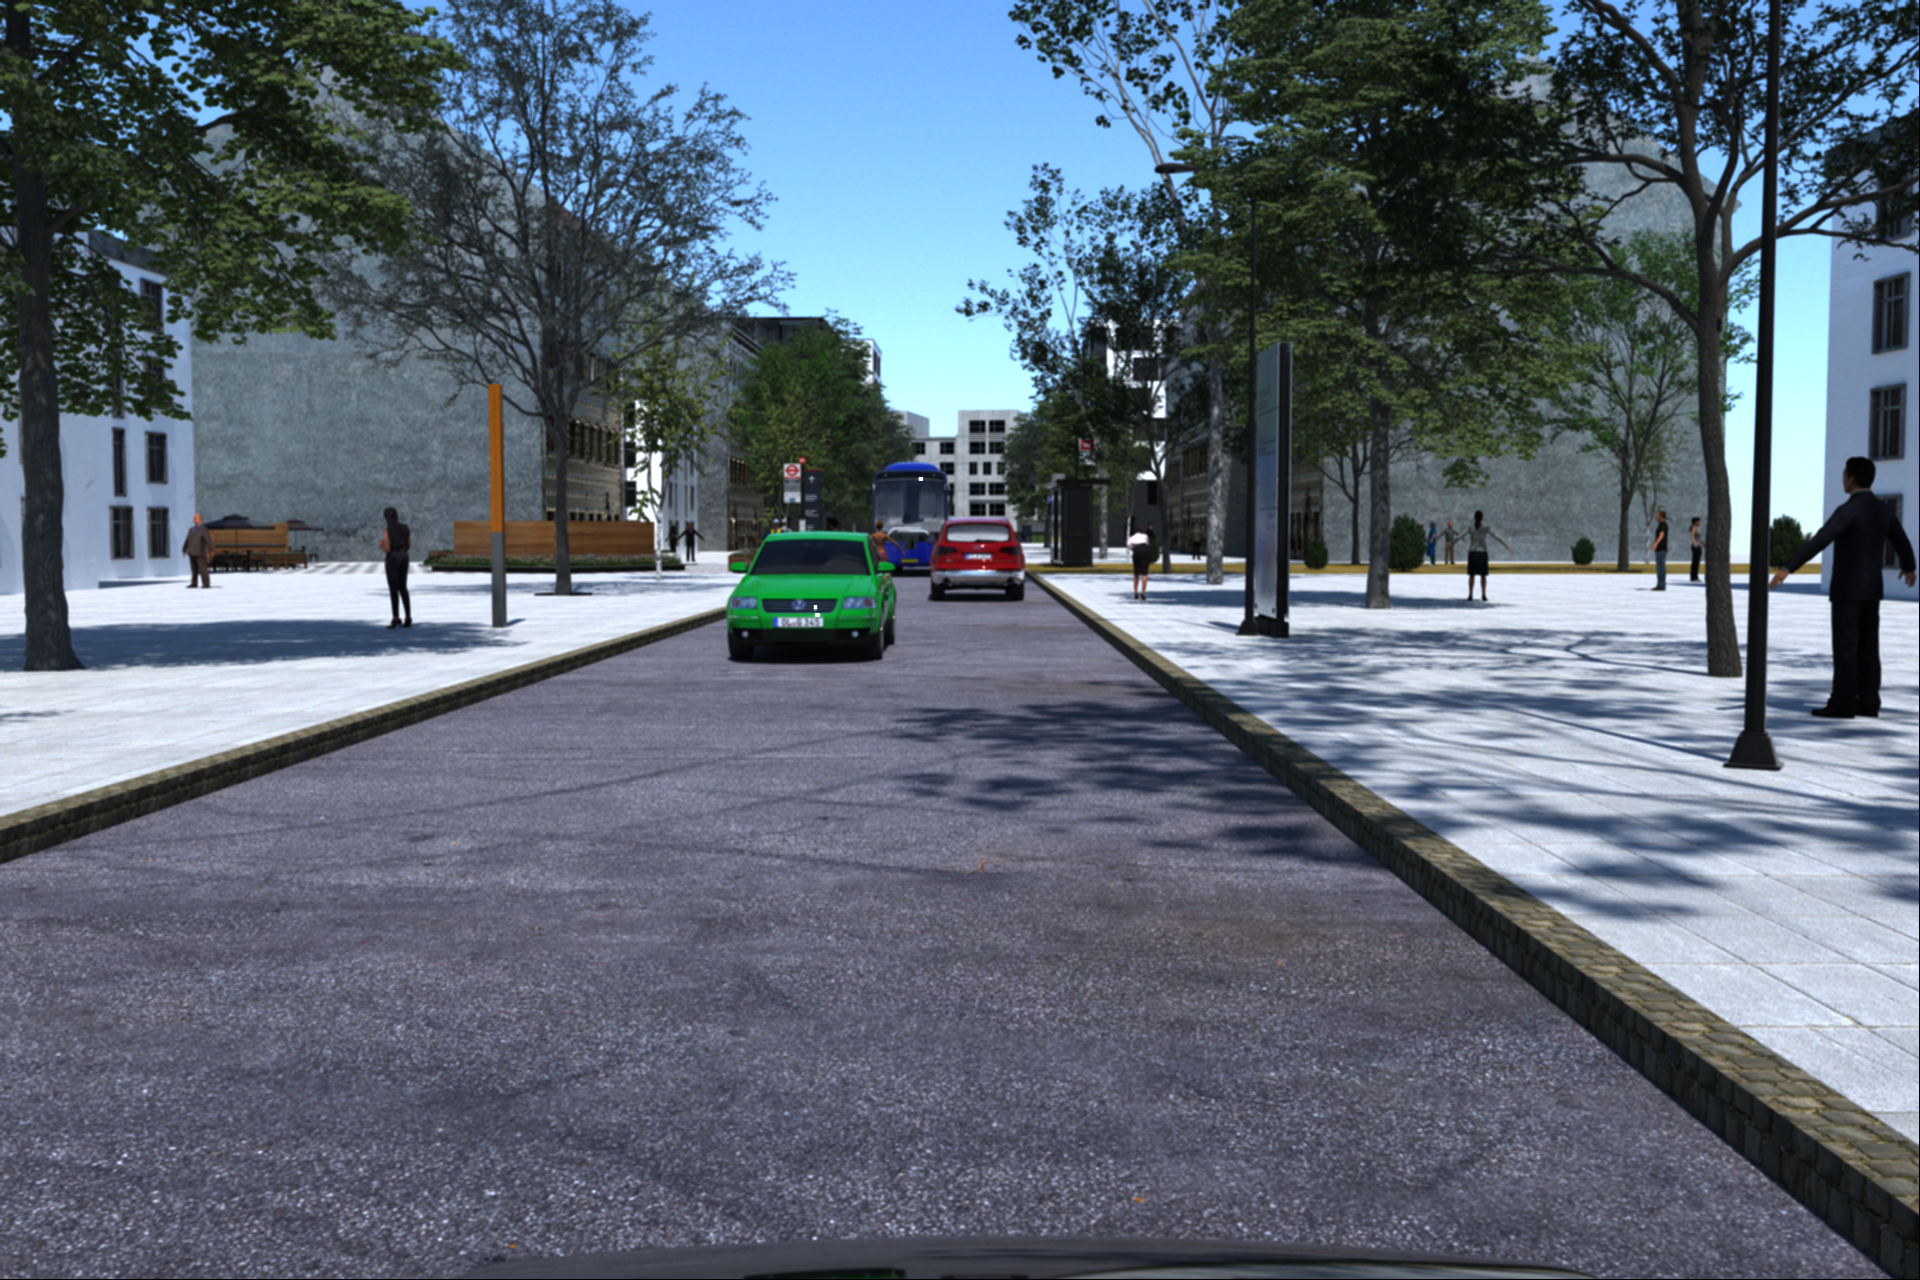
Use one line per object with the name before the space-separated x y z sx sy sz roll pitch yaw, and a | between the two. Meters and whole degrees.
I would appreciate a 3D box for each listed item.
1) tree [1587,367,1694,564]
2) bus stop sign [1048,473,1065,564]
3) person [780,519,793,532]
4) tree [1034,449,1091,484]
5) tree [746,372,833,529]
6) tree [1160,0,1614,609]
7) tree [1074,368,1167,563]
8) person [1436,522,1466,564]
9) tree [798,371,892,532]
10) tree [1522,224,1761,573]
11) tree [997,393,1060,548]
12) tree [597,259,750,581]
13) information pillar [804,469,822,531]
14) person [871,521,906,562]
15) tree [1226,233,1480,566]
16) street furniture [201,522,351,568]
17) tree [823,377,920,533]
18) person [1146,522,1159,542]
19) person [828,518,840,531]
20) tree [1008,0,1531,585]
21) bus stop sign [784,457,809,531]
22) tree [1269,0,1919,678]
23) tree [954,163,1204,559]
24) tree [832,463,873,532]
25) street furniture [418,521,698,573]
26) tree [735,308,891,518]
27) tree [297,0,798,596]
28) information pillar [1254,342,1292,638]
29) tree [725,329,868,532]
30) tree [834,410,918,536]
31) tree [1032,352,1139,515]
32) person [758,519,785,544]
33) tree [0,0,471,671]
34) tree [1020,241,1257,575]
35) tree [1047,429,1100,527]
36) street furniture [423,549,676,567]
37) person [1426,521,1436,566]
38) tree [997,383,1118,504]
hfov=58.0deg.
tree | 29.650 -7.563 74.012 4.360 8.622 3.978 0 3 0
bus stop sign | 4.251 -5.268 75.140 0.837 3.901 0.837 0 4 0
person | -6.466 -3.542 63.772 1.347 1.847 0.705 0 4 -2
tree | 7.179 -10.859 127.903 4.360 8.622 3.978 0 3 0
tree | -7.965 -7.897 79.484 4.737 8.622 4.395 0 3 0
tree | 6.889 -6.827 29.741 7.486 12.596 7.792 0 3 0
tree | 7.570 -7.731 76.767 4.360 8.622 3.978 0 3 0
person | 20.810 -4.115 73.548 1.348 1.796 0.705 0 4 -4
tree | -8.071 -12.088 115.764 7.486 12.596 7.792 0 3 0
tree | 22.444 -8.076 57.798 9.928 11.665 9.643 0 3 0
tree | 7.988 -15.304 156.882 9.857 13.997 8.962 0 3 0
tree | -8.121 -5.937 47.436 4.737 8.622 4.395 0 3 0
information pillar | -5.893 -4.898 69.464 0.750 3.857 0.750 0 4 2
person | -1.853 -1.868 39.807 1.217 1.733 0.721 0 4 -4
tree | 16.138 -9.813 70.807 12.009 13.543 11.850 0 3 0
street furniture | -30.571 -3.822 69.338 11.010 1.723 9.812 -2 4 -25
tree | -7.902 -13.794 135.904 12.009 13.543 11.850 0 3 0
person | 8.960 -4.614 81.370 0.705 1.837 1.347 2 4 30
person | -4.402 -3.282 59.799 0.704 1.843 1.345 3 4 37
tree | 7.717 -11.417 42.561 12.611 20.169 13.585 0 3 0
bus stop sign | -5.656 -4.355 59.902 0.855 3.939 0.416 0 4 2
tree | 6.624 -4.960 15.502 7.601 10.594 8.767 2 4 35
tree | 6.478 -14.257 88.993 12.611 20.169 13.585 0 3 0
tree | -7.535 -10.662 124.681 4.360 8.622 3.978 0 3 0
street furniture | -14.121 -3.207 59.286 11.010 1.723 9.812 2 4 31
tree | -8.653 -11.761 98.945 9.857 13.997 8.962 0 3 0
tree | -8.383 -7.683 35.994 12.009 13.543 11.850 0 3 0
information pillar | 3.971 -1.878 22.018 0.184 3.620 1.656 0 4 1
tree | -8.198 -9.886 87.386 9.928 11.665 9.643 0 3 0
tree | -8.145 -15.208 155.310 9.857 13.997 8.962 0 3 0
tree | 8.059 -11.645 108.520 7.486 12.596 7.792 0 3 0
person | -5.969 -3.029 55.990 1.216 1.772 0.721 1 4 17
tree | -8.442 -5.963 15.627 7.486 12.596 7.792 0 3 0
tree | 6.414 -7.375 55.000 8.767 10.594 7.601 -2 4 -35
tree | 7.683 -10.219 117.448 4.737 8.622 4.395 0 3 0
street furniture | -16.239 -3.336 70.171 10.072 0.657 5.734 0 4 1
person | 19.019 -3.897 69.846 0.704 1.817 1.347 1 4 11
tree | 7.891 -13.879 137.286 12.009 13.543 11.850 0 3 0
